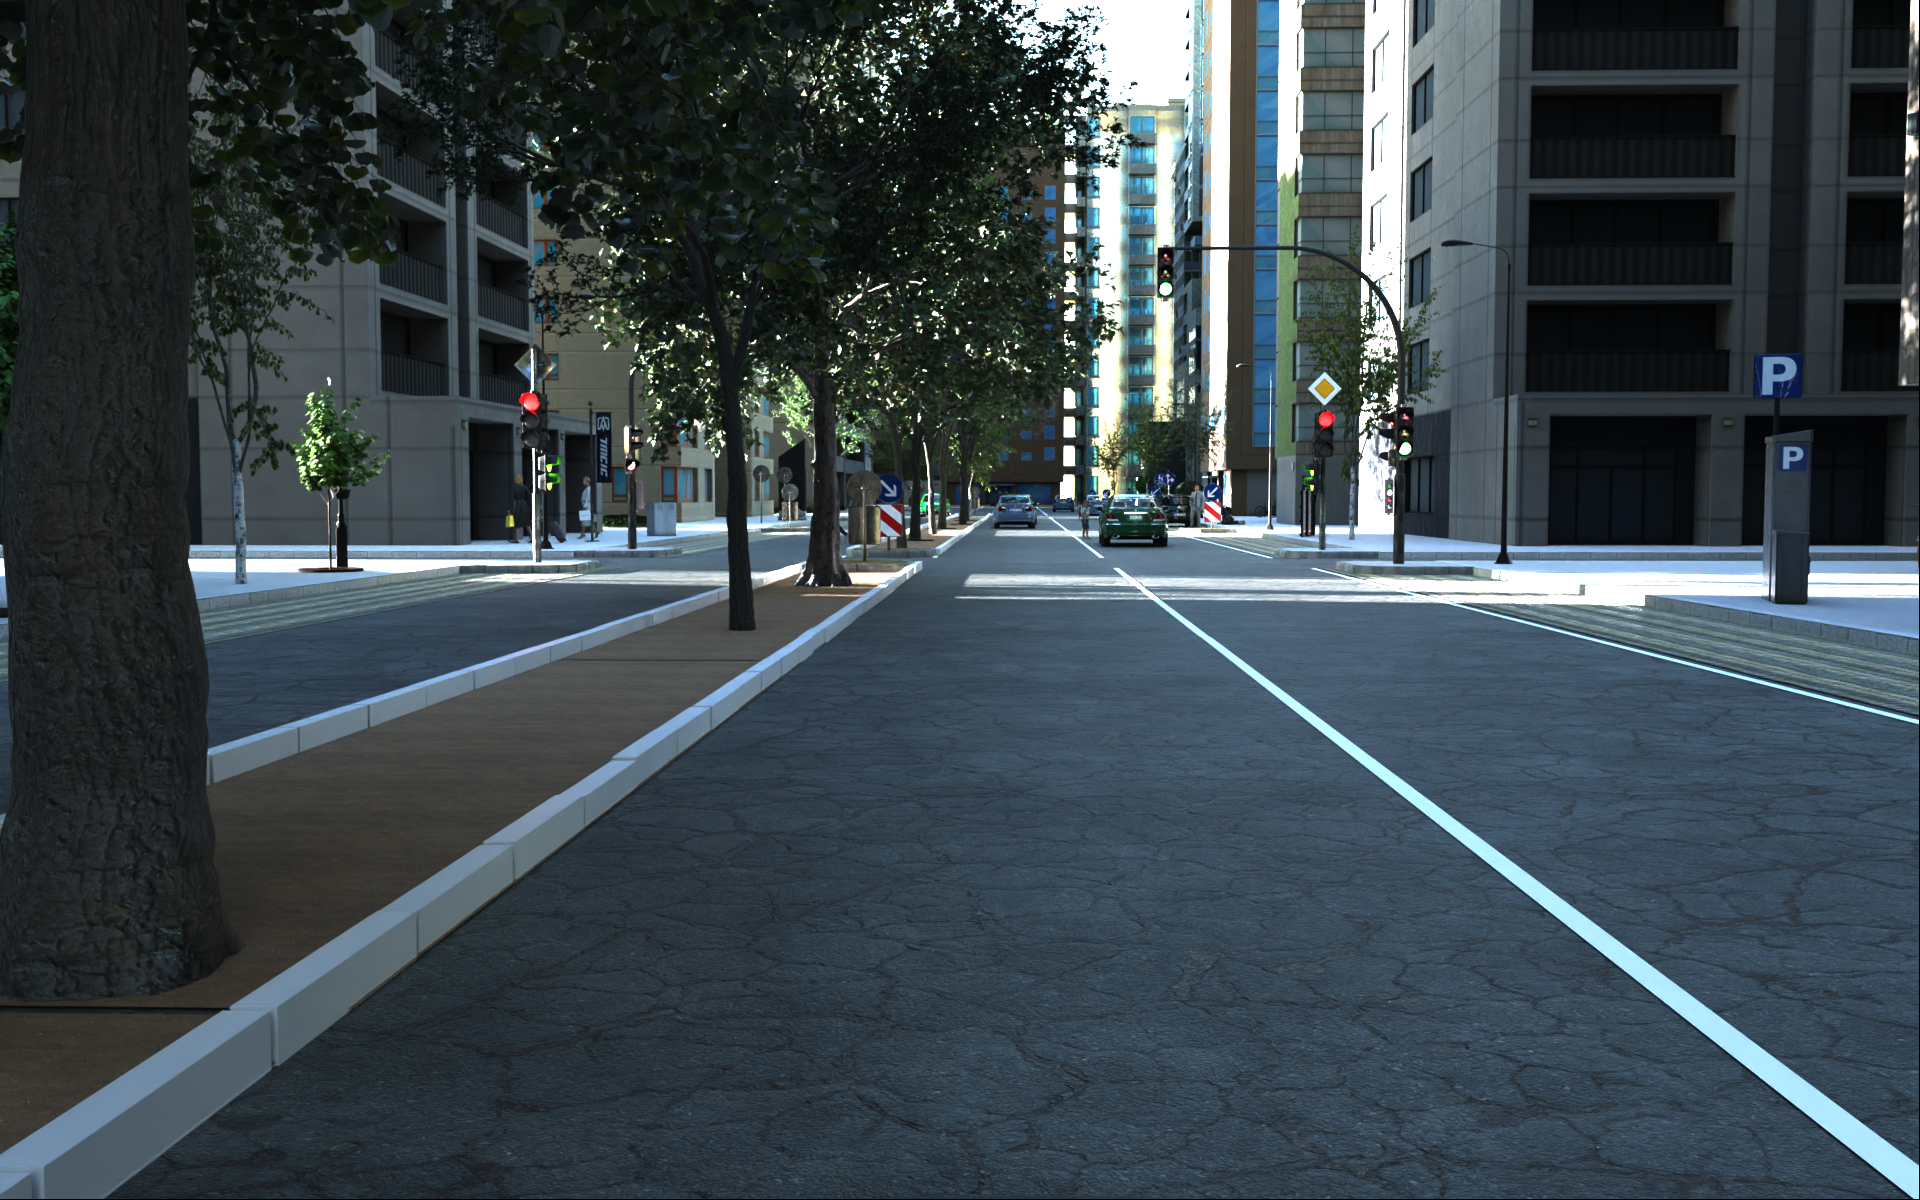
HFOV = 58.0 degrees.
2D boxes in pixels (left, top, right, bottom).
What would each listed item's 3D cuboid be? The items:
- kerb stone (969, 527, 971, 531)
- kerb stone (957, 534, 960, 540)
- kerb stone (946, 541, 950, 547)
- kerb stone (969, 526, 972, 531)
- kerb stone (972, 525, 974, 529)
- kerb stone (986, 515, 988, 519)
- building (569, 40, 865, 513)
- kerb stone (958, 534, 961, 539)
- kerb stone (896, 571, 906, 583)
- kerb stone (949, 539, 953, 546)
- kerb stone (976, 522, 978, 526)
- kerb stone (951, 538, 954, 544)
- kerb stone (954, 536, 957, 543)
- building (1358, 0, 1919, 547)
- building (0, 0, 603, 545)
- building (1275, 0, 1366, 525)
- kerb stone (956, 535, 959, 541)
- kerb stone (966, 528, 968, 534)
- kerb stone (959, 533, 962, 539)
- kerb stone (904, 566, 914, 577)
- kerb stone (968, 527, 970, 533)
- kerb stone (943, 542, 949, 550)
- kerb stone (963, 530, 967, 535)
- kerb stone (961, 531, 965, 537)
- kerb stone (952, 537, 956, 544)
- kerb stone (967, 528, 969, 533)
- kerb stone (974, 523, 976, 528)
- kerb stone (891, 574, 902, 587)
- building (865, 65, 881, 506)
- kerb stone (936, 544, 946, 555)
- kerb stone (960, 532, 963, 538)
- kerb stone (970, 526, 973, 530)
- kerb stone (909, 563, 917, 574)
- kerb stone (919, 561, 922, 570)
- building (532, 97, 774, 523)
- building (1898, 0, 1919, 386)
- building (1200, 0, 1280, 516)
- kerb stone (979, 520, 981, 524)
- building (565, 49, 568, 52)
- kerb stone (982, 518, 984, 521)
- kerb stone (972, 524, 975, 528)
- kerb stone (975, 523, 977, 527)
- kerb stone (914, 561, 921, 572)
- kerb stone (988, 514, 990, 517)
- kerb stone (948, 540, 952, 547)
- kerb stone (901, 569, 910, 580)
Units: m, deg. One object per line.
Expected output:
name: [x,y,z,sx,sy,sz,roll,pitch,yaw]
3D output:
kerb stone: [0.231,-2.484,62.806,0.120,0.150,1.000,0,4,2]
kerb stone: [-0.153,-1.793,51.510,0.120,0.150,1.000,0,4,2]
kerb stone: [-0.399,-1.353,44.330,0.120,0.150,1.000,0,4,2]
kerb stone: [0.269,-2.547,63.834,0.120,0.150,1.000,0,4,2]
kerb stone: [0.372,-2.734,66.904,0.120,0.150,1.000,0,4,2]
kerb stone: [1.363,-4.490,95.602,0.120,0.150,1.000,0,4,2]
building: [-19.695,-32.045,147.633,21.300,48.544,21.600,0,4,2]
kerb stone: [-0.115,-1.848,52.540,0.120,0.150,1.000,0,4,2]
kerb stone: [-0.986,-0.316,27.366,0.120,0.150,1.000,0,4,2]
kerb stone: [-0.333,-1.475,46.386,0.120,0.150,1.000,0,4,2]
kerb stone: [0.573,-3.106,73.044,0.120,0.150,1.000,0,4,2]
kerb stone: [-0.299,-1.542,47.408,0.120,0.150,1.000,0,4,2]
kerb stone: [-0.226,-1.668,49.465,0.120,0.150,1.000,0,4,2]
building: [24.288,-37.430,50.239,20.611,71.187,20.563,0,4,2]
building: [-22.330,-37.523,51.759,20.563,71.187,20.611,0,4,2]
building: [21.038,-24.040,76.657,14.154,41.232,14.086,0,4,2]
kerb stone: [-0.189,-1.730,50.488,0.120,0.150,1.000,0,4,2]
kerb stone: [0.122,-2.296,59.729,0.120,0.150,1.000,0,4,2]
kerb stone: [-0.086,-1.913,53.563,0.120,0.150,1.000,0,4,2]
kerb stone: [-0.915,-0.439,29.416,0.120,0.150,1.000,0,4,2]
kerb stone: [0.195,-2.421,61.784,0.120,0.150,1.000,0,4,2]
kerb stone: [-0.430,-1.291,43.308,0.120,0.150,1.000,0,4,2]
kerb stone: [0.058,-2.169,57.677,0.120,0.150,1.000,0,4,2]
kerb stone: [-0.005,-2.040,55.622,0.120,0.150,1.000,0,4,2]
kerb stone: [-0.260,-1.605,48.440,0.120,0.150,1.000,0,4,2]
kerb stone: [0.155,-2.357,60.750,0.120,0.150,1.000,0,4,2]
kerb stone: [0.479,-2.922,69.971,0.120,0.150,1.000,0,4,2]
kerb stone: [-1.018,-0.254,26.345,0.120,0.150,1.000,0,4,2]
building: [-21.991,-35.798,174.533,27.495,52.752,28.713,0,4,2]
kerb stone: [-0.476,-1.228,42.286,0.120,0.150,1.000,0,4,2]
kerb stone: [-0.051,-1.980,54.594,0.120,0.150,1.000,0,4,2]
kerb stone: [0.307,-2.609,64.859,0.120,0.150,1.000,0,4,2]
kerb stone: [-0.891,-0.504,30.437,0.120,0.150,1.000,0,4,2]
kerb stone: [-0.798,-0.630,32.497,0.120,0.150,1.000,0,4,2]
building: [-25.668,-15.044,91.017,27.650,21.520,28.899,0,4,2]
building: [19.973,-15.238,20.838,14.160,30.474,14.107,0,4,2]
building: [22.346,-27.796,104.574,14.600,45.320,14.200,0,4,2]
kerb stone: [0.756,-3.424,78.172,0.120,0.150,1.000,0,4,2]
building: [-20.090,-30.726,126.074,21.300,48.544,21.600,0,4,2]
kerb stone: [0.965,-3.798,84.316,0.120,0.150,1.000,0,4,2]
kerb stone: [0.401,-2.797,67.925,0.120,0.150,1.000,0,4,2]
kerb stone: [0.507,-2.980,70.993,0.120,0.150,1.000,0,4,2]
kerb stone: [-0.843,-0.563,31.467,0.120,0.150,1.000,0,4,2]
kerb stone: [1.495,-4.740,99.698,0.120,0.150,1.000,0,4,2]
kerb stone: [-0.365,-1.417,45.356,0.120,0.150,1.000,0,4,2]
kerb stone: [-0.954,-0.377,28.395,0.120,0.150,1.000,0,4,2]
